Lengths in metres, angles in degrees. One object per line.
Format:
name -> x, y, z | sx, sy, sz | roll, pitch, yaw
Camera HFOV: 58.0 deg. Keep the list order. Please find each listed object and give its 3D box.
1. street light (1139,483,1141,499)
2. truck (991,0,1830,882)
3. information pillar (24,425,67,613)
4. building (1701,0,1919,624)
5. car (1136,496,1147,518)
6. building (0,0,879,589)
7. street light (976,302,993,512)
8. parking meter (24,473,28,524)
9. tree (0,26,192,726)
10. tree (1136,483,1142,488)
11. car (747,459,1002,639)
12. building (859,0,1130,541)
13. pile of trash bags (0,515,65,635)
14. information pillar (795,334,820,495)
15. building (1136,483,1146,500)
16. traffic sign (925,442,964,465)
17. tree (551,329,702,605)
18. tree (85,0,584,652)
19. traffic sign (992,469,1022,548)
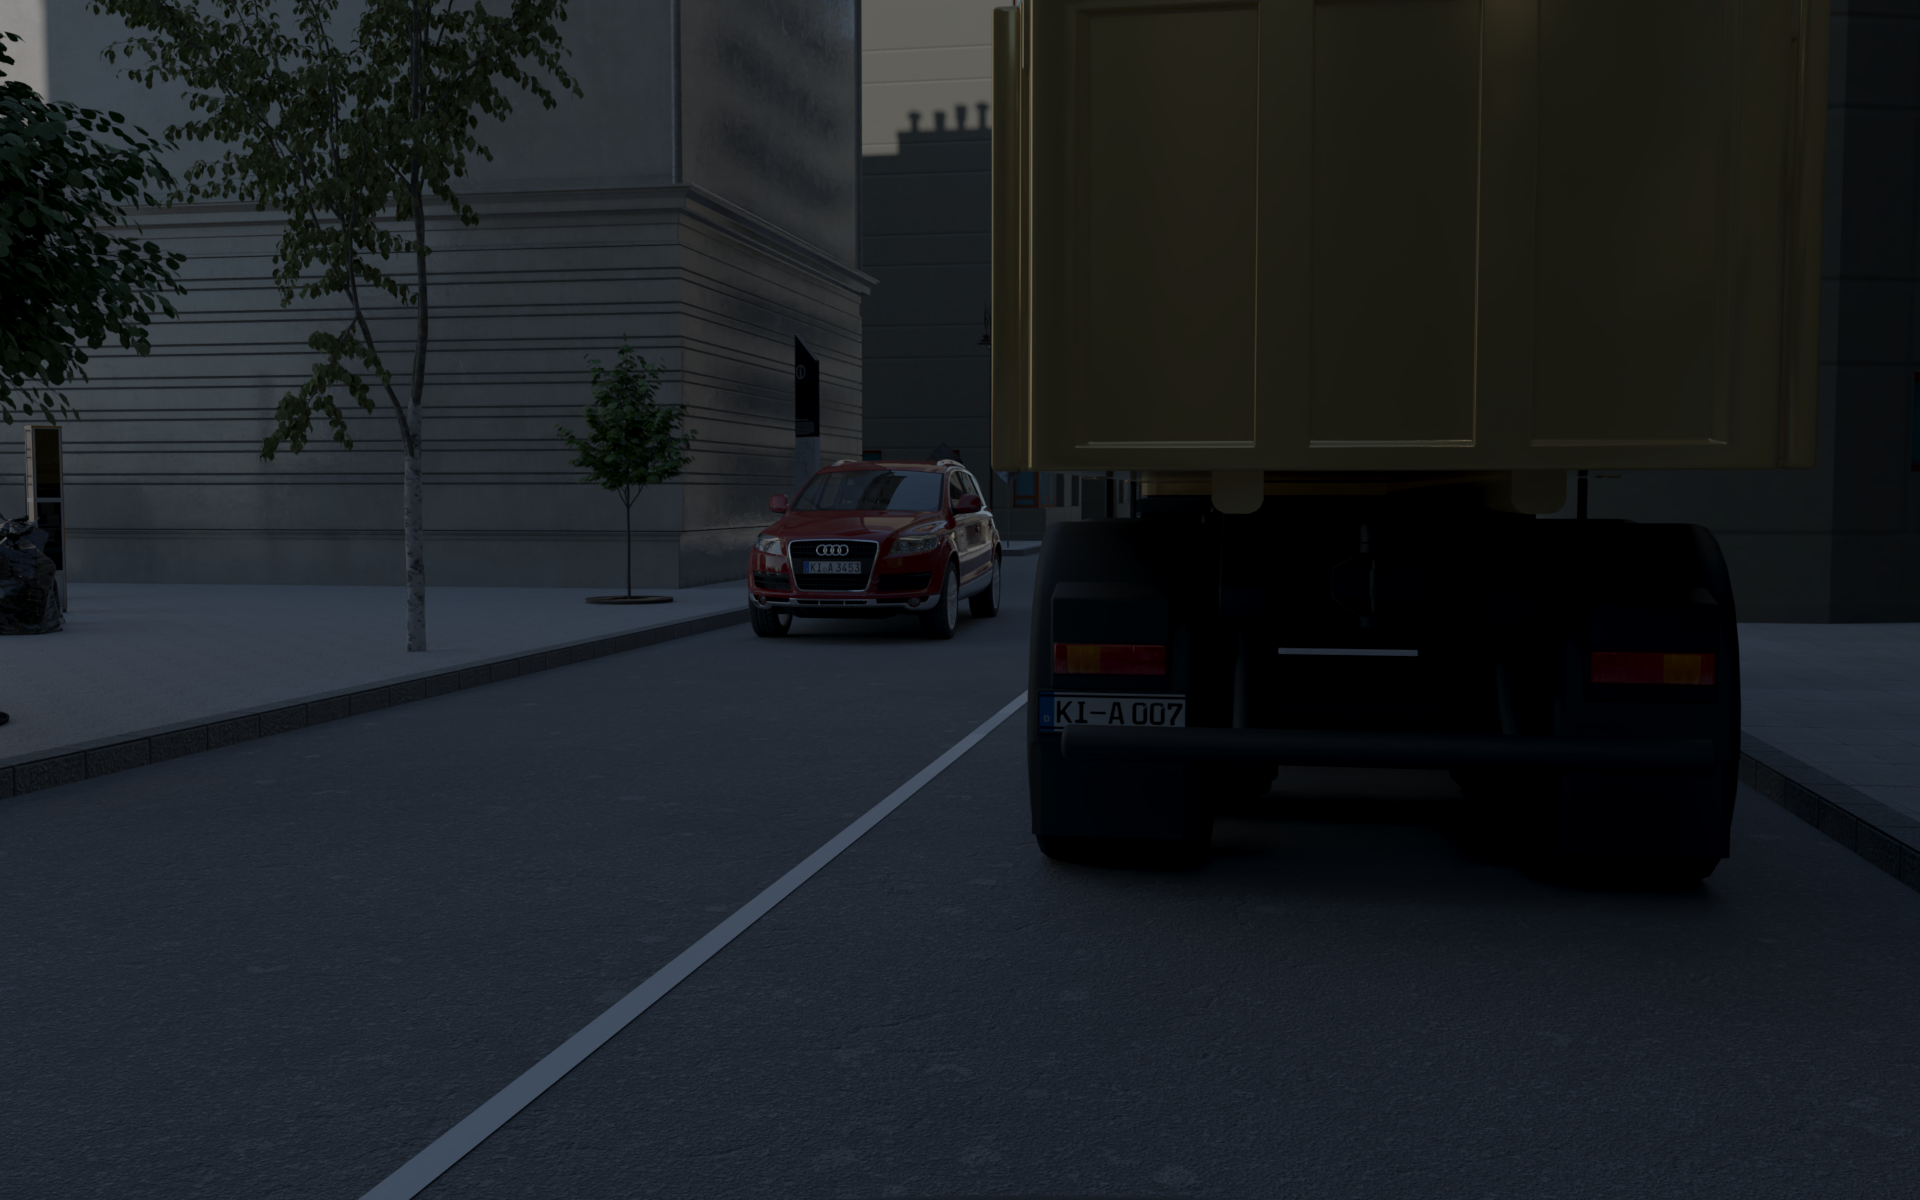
street light -> 8.696, -6.775, 83.556 | 0.468, 5.910, 1.993 | 1, 4, 11
truck -> 2.181, -0.871, 10.158 | 3.469, 3.379, 9.791 | 1, 4, 10
information pillar -> -9.869, -0.869, 18.703 | 0.304, 2.012, 0.304 | -3, 5, -40
building -> 18.427, -10.029, 9.020 | 27.650, 21.520, 28.899 | 1, 4, 11
car -> 7.545, -3.243, 65.033 | 2.014, 1.417, 4.499 | 1, 4, 9
building -> -12.432, -11.812, 29.285 | 21.152, 22.565, 11.583 | 1, 4, 11
street light -> 0.749, -4.207, 41.575 | 0.468, 5.910, 1.993 | 1, 4, 11
parking meter -> -11.244, -0.785, 21.241 | 0.372, 1.533, 0.369 | 0, 3, 0
tree -> -6.091, -1.566, 9.313 | 4.285, 4.588, 4.351 | 0, 3, 0
tree -> 8.123, -7.926, 79.954 | 4.737, 8.622, 4.395 | 0, 3, 0
car -> -0.794, -0.625, 18.899 | 2.281, 1.827, 5.304 | 1, 4, 9
building -> -8.590, -13.353, 63.368 | 27.650, 21.520, 28.899 | 1, 4, 11
pile of trash bags -> -10.176, -0.392, 16.160 | 3.447, 1.369, 1.912 | -1, 4, -13
information pillar -> -2.233, -2.074, 25.259 | 0.183, 3.616, 0.504 | -3, 5, -43
building -> 0.171, -33.989, 97.722 | 21.231, 58.520, 28.212 | 1, 4, 11
traffic sign -> -0.326, -1.823, 33.450 | 0.795, 2.450, 0.064 | 1, 4, 11
tree -> -4.023, -1.576, 20.370 | 1.663, 3.219, 1.824 | 0, 3, 0
tree -> -4.685, -3.886, 13.900 | 4.737, 8.622, 4.395 | 0, 3, 0
traffic sign -> 1.149, -2.303, 41.298 | 0.795, 2.450, 0.064 | 1, 4, 11
